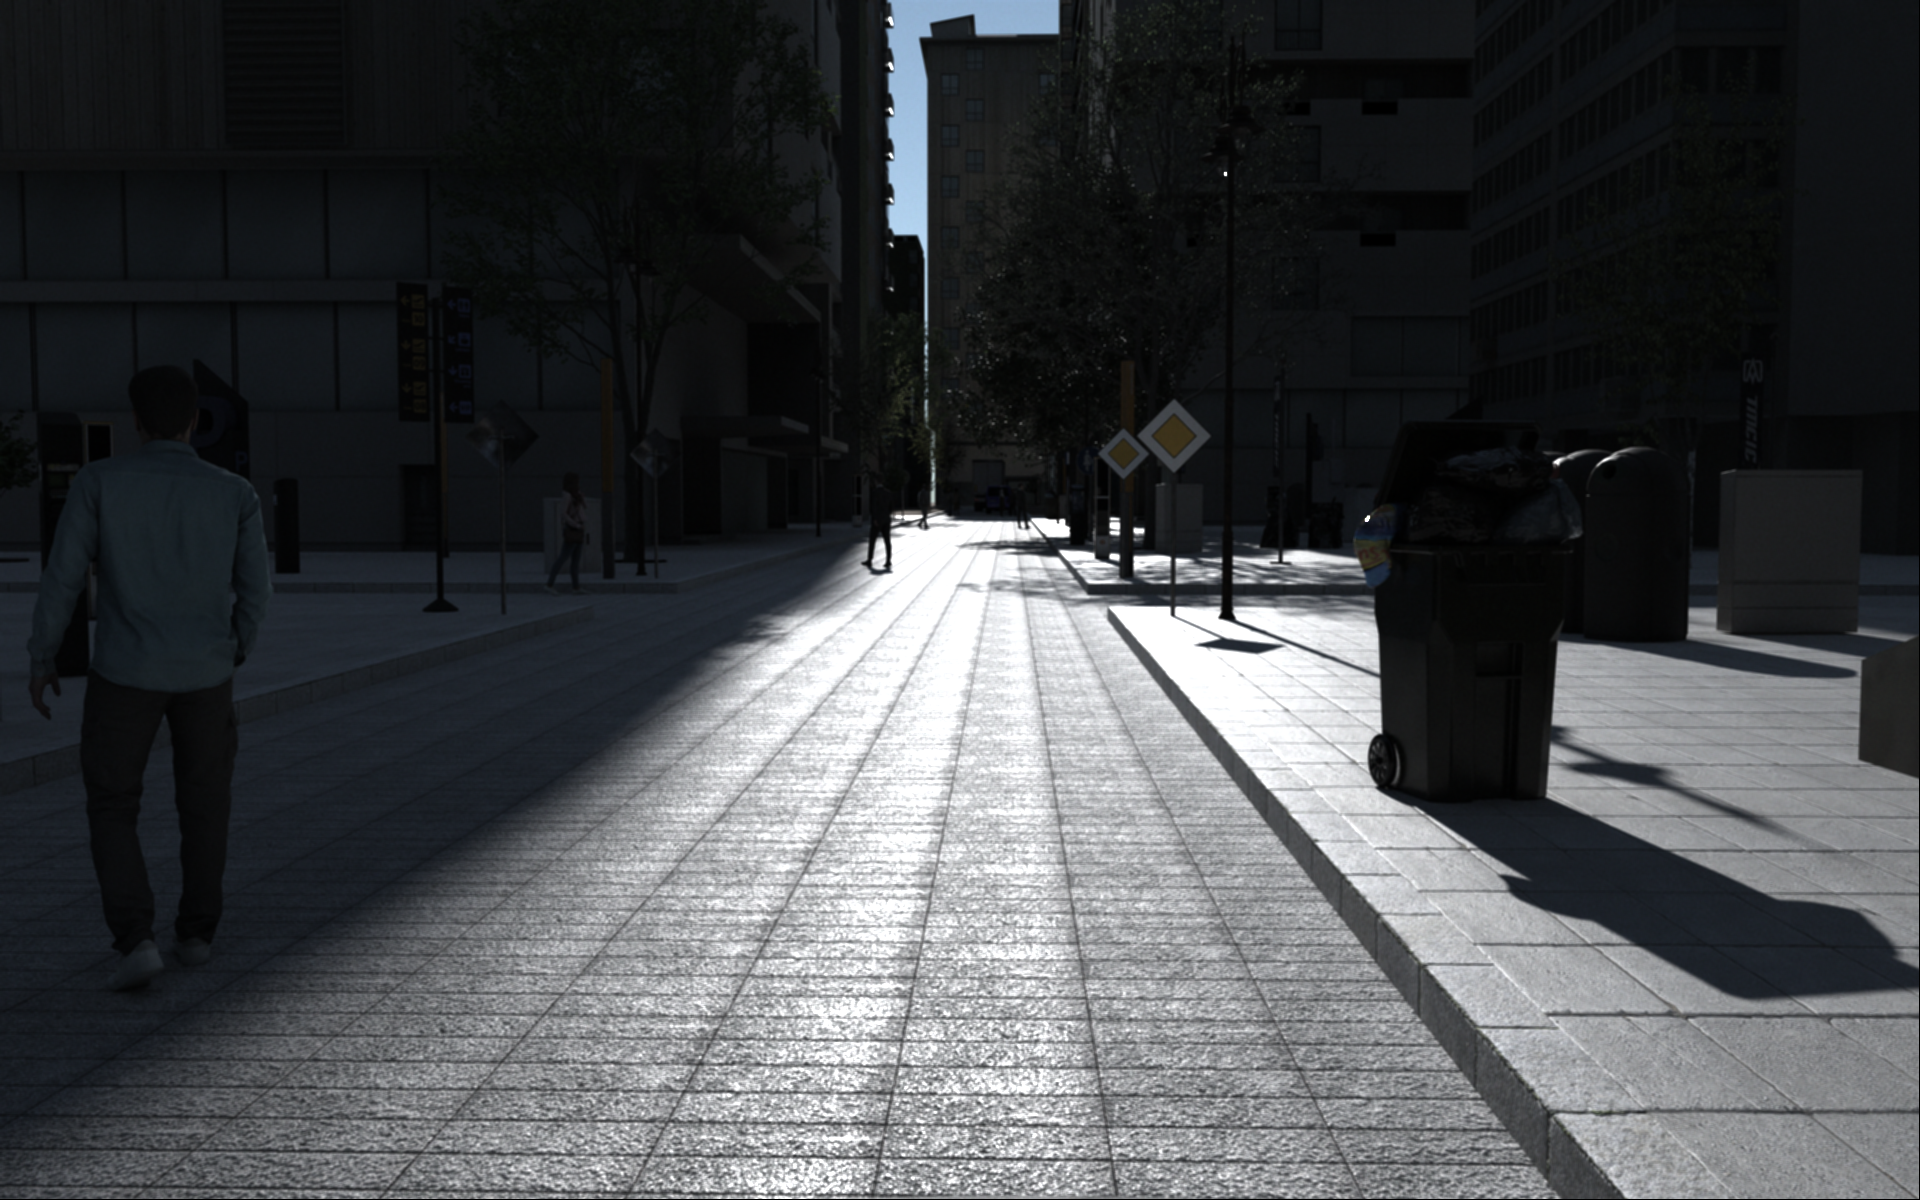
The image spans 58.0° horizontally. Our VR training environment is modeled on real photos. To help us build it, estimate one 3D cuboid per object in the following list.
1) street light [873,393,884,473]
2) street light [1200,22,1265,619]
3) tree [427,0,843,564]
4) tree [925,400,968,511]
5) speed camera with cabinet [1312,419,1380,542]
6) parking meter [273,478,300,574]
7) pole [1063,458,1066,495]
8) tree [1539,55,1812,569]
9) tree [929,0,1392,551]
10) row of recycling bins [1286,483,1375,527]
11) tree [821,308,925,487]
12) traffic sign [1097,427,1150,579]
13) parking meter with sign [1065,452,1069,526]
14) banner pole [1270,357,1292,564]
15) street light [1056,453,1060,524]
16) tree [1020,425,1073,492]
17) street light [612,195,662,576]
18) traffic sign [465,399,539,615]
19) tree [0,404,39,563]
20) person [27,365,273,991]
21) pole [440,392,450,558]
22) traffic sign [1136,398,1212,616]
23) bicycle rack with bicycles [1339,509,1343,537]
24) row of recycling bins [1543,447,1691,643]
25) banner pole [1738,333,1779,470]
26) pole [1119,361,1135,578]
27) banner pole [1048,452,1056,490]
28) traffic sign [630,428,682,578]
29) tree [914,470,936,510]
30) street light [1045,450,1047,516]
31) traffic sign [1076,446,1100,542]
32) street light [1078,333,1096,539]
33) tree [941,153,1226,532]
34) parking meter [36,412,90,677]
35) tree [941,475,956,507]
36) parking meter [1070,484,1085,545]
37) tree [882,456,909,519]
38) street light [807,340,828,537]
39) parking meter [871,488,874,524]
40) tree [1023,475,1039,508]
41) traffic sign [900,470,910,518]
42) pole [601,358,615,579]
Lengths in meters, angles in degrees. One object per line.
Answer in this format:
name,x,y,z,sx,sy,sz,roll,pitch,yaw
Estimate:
street light,-3.585,-6.414,77.658,0.468,5.910,1.993,0,4,2
street light,2.745,-2.743,17.636,0.468,5.910,1.993,0,4,2
tree,-6.042,-6.513,32.243,9.928,11.665,9.643,0,3,0
tree,-2.170,-10.861,127.935,4.360,8.622,3.978,0,3,0
speed camera with cabinet,10.300,-3.156,45.936,2.038,3.252,0.660,-2,4,-29
parking meter,-10.903,-1.201,28.041,0.372,1.533,0.369,0,3,0
pole,5.944,-6.405,98.561,0.158,3.312,0.155,0,3,0
tree,12.438,-4.854,29.719,4.737,8.622,4.395,0,3,0
tree,4.520,-7.900,39.540,12.009,13.543,11.850,0,3,0
row of recycling bins,14.154,-3.593,65.853,3.534,1.692,1.069,-1,4,-11
tree,-3.912,-7.281,69.409,4.360,8.622,3.978,0,3,0
traffic sign,2.462,-1.376,26.144,0.795,2.450,0.064,0,4,2
parking meter with sign,4.489,-4.519,70.147,0.543,3.016,1.738,0,4,6
banner pole,5.882,-2.566,31.976,0.401,3.779,0.863,0,4,-4
street light,4.217,-6.214,74.387,0.468,5.910,1.993,0,4,2
tree,5.617,-9.400,104.048,4.360,8.622,3.978,0,3,0
street light,-5.030,-3.326,27.161,0.468,5.910,1.993,0,4,2
traffic sign,-4.855,-0.902,18.383,0.795,2.450,0.064,0,4,2
tree,-18.177,-2.327,32.649,1.663,3.219,1.824,0,3,0
person,-2.387,0.206,5.153,0.660,1.820,0.620,-3,4,-37
pole,-10.377,-2.500,34.725,0.158,3.312,0.155,0,3,0
traffic sign,2.236,-0.888,18.162,0.795,2.450,0.064,0,4,2
bicycle rack with bicycles,11.545,-2.262,50.372,2.852,0.926,2.925,-1,4,-18
row of recycling bins,5.791,-0.583,16.646,1.069,1.692,3.534,-1,4,-10
banner pole,12.427,-2.258,26.936,0.863,3.779,0.401,-1,4,-17
pole,2.566,-2.003,26.593,0.158,3.312,0.155,0,3,0
banner pole,5.044,-6.492,96.164,0.401,3.779,0.863,-2,4,-34
traffic sign,-4.629,-1.390,26.365,0.795,2.450,0.064,0,4,2
tree,-2.877,-8.887,139.906,1.663,3.219,1.824,0,3,0
street light,4.953,-7.747,99.449,0.468,5.910,1.993,0,4,2
traffic sign,3.497,-2.829,46.367,0.768,2.556,0.104,0,4,8
street light,3.582,-4.664,49.037,0.468,5.910,1.993,0,4,2
tree,4.119,-8.623,57.989,9.611,12.733,9.660,0,3,0
parking meter,-6.322,-0.397,12.209,0.255,1.863,0.399,-2,4,-33
tree,-1.351,-11.223,178.094,1.663,3.219,1.824,0,3,0
parking meter,2.949,-2.145,43.475,0.372,1.533,0.369,0,3,0
tree,-3.459,-5.699,87.782,1.663,3.219,1.824,0,3,0
street light,-4.270,-4.849,52.064,0.468,5.910,1.993,0,4,2
parking meter,-3.578,-3.960,73.150,0.372,1.533,0.369,0,3,0
tree,6.998,-10.391,164.495,1.663,3.219,1.824,0,3,0
traffic sign,-2.962,-5.484,89.762,0.768,2.556,0.104,0,4,4
pole,-5.317,-1.976,26.151,0.158,3.312,0.155,0,3,0
